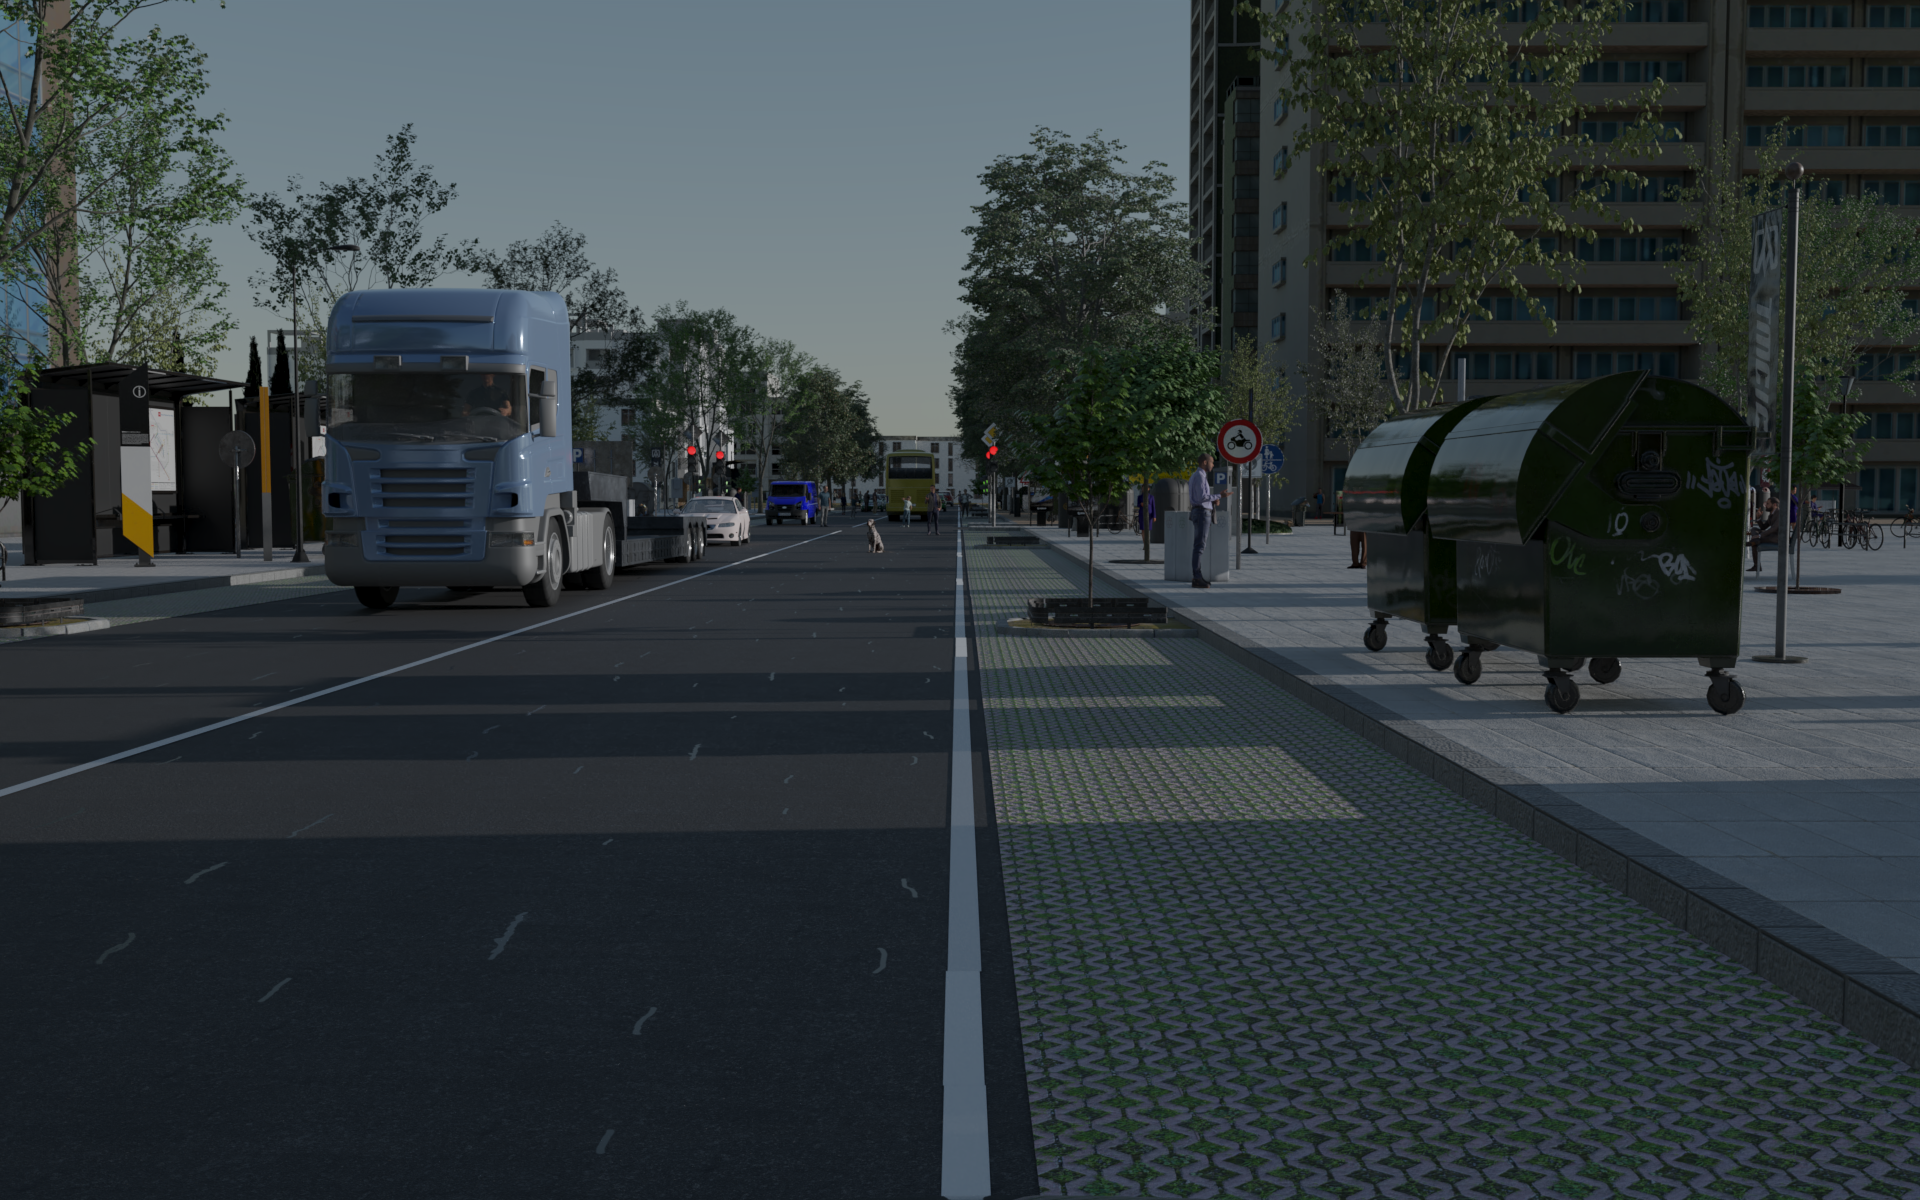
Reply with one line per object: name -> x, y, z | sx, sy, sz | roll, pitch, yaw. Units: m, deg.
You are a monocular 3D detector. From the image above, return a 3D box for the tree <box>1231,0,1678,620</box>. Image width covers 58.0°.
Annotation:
tree -> 4.807, -4.106, 17.489 | 4.737, 8.622, 4.395 | 0, 3, 0

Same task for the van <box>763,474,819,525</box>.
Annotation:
van -> -7.869, -4.687, 81.012 | 2.240, 2.365, 5.245 | 0, 4, 2

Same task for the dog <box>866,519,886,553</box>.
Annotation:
dog -> -1.979, -1.575, 42.581 | 0.800, 0.831, 0.513 | -1, 4, -21

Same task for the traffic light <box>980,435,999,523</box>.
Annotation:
traffic light -> 1.292, -5.319, 75.888 | 0.839, 4.253, 0.868 | 0, 3, 0

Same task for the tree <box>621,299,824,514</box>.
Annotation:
tree -> -13.585, -10.164, 91.940 | 9.928, 11.665, 9.643 | 0, 3, 0

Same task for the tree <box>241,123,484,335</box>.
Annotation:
tree -> -30.539, -14.279, 89.346 | 12.611, 20.169, 13.585 | 0, 3, 0

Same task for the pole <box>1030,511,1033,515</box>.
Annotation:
pole -> 4.424, -6.950, 107.482 | 0.158, 3.312, 0.155 | 0, 3, 0

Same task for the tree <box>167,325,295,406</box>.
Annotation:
tree -> -56.691, -14.600, 140.528 | 13.155, 14.587, 18.604 | 0, 4, -5

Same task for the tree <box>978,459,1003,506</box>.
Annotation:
tree -> 4.014, -14.129, 181.374 | 4.360, 8.622, 3.978 | 0, 3, 0

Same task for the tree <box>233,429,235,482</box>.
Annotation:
tree -> -56.437, -9.783, 122.864 | 11.467, 7.101, 20.602 | 3, 5, 42

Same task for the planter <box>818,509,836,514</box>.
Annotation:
planter -> -10.200, -6.511, 127.587 | 1.991, 0.319, 1.994 | 0, 3, 0

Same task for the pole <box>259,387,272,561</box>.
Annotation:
pole -> -13.224, -2.395, 32.996 | 0.158, 3.312, 0.155 | 0, 3, 0

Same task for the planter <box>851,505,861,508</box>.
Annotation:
planter -> -10.232, -9.633, 178.639 | 1.991, 0.319, 1.994 | 0, 3, 0

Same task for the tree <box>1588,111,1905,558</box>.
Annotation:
tree -> 15.768, -5.121, 34.086 | 4.737, 8.622, 4.395 | 0, 3, 0

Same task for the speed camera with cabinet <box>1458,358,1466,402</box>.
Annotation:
speed camera with cabinet -> 7.844, -1.868, 24.885 | 0.660, 3.252, 2.038 | -2, 4, -32

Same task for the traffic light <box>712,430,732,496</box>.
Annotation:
traffic light -> -10.449, -5.318, 75.864 | 0.839, 4.253, 0.868 | 0, 3, 0

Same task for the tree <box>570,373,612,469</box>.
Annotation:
tree -> -23.988, -9.410, 104.221 | 4.737, 8.622, 4.395 | 0, 3, 0

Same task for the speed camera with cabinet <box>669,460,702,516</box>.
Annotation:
speed camera with cabinet -> -15.699, -6.447, 99.739 | 2.038, 3.252, 0.660 | -2, 4, -24

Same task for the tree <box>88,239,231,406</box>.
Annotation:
tree -> -23.429, -6.112, 50.287 | 4.737, 8.622, 4.395 | 0, 3, 0

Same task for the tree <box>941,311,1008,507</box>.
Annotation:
tree -> 4.386, -18.988, 166.347 | 12.611, 20.169, 13.585 | 0, 3, 0

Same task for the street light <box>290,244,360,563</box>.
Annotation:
street light -> -11.845, -3.658, 32.346 | 1.470, 5.913, 1.316 | 0, 3, 0

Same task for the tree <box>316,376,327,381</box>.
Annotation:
tree -> -36.656, -9.268, 101.902 | 4.360, 8.622, 3.978 | 0, 3, 0

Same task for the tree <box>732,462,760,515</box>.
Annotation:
tree -> -12.972, -6.788, 105.579 | 1.663, 3.219, 1.824 | 0, 3, 0

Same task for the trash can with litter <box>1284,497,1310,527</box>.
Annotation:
trash can with litter -> 13.081, -3.437, 67.577 | 1.055, 1.170, 0.624 | -2, 4, -33

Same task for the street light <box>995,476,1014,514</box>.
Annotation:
street light -> 2.796, -8.476, 111.116 | 1.470, 5.913, 1.316 | 0, 3, 0

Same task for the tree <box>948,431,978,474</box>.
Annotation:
tree -> 3.697, -18.678, 215.751 | 12.009, 13.543, 11.850 | 0, 3, 0

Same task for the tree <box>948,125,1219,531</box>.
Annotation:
tree -> 4.125, -9.331, 59.210 | 9.857, 13.997, 8.962 | 0, 3, 0

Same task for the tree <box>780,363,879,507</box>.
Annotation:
tree -> -12.670, -15.947, 167.391 | 9.857, 13.997, 8.962 | 0, 3, 0

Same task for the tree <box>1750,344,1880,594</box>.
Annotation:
tree -> 10.918, -1.701, 22.410 | 1.663, 3.219, 1.824 | 0, 3, 0

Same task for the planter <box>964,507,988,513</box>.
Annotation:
planter -> 1.293, -6.547, 128.177 | 1.991, 0.319, 1.994 | 0, 3, 0

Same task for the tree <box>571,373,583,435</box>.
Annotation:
tree -> -31.806, -13.061, 123.914 | 12.009, 13.543, 11.850 | 0, 3, 0

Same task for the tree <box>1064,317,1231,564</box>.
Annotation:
tree -> 3.554, -2.975, 32.359 | 4.285, 4.588, 4.351 | 0, 3, 0

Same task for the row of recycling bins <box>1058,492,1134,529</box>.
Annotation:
row of recycling bins -> 5.075, -3.518, 64.627 | 1.069, 1.692, 3.534 | -3, 5, -44

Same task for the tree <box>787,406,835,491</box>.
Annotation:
tree -> -12.533, -11.679, 141.309 | 4.360, 8.622, 3.978 | 0, 3, 0

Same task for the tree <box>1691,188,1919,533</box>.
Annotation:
tree -> 28.444, -8.070, 57.703 | 9.928, 11.665, 9.643 | 0, 3, 0

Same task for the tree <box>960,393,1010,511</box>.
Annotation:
tree -> 3.623, -12.693, 133.279 | 9.928, 11.665, 9.643 | 0, 3, 0

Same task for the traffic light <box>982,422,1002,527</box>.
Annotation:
traffic light -> 1.298, -4.831, 67.903 | 0.839, 4.253, 0.868 | 0, 3, 0

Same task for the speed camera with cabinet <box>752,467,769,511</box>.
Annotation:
speed camera with cabinet -> -14.323, -8.173, 127.964 | 2.038, 3.252, 0.660 | 0, 4, 7

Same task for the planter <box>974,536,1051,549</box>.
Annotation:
planter -> 1.354, -1.495, 45.583 | 1.991, 0.319, 1.994 | 0, 3, 0

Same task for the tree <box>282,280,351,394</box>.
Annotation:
tree -> -21.454, -6.706, 60.001 | 4.737, 8.622, 4.395 | 0, 3, 0

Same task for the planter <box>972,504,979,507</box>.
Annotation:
planter -> 1.256, -9.583, 177.816 | 1.991, 0.319, 1.994 | 0, 3, 0

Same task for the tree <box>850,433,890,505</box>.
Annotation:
tree -> -12.920, -16.752, 208.301 | 8.767, 10.594, 7.601 | -2, 4, -35

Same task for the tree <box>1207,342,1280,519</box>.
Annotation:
tree -> 14.089, -8.118, 83.084 | 4.360, 8.622, 3.978 | 0, 3, 0

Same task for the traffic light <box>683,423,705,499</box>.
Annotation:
traffic light -> -10.443, -4.829, 67.879 | 0.839, 4.253, 0.868 | 0, 3, 0

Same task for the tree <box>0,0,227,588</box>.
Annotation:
tree -> -13.618, -5.962, 23.229 | 9.928, 11.665, 9.643 | 0, 3, 0

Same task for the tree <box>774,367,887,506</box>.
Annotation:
tree -> -12.677, -14.538, 154.699 | 9.611, 12.733, 9.660 | 0, 3, 0

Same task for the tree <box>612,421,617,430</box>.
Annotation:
tree -> -24.336, -9.900, 112.221 | 4.737, 8.622, 4.395 | 0, 3, 0

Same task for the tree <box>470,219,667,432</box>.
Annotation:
tree -> -13.461, -7.563, 58.068 | 8.767, 10.594, 7.601 | 1, 4, 22

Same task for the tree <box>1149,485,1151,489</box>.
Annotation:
tree -> 12.728, -8.833, 94.774 | 4.360, 8.622, 3.978 | 0, 3, 0

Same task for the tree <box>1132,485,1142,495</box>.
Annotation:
tree -> 13.192, -10.651, 124.503 | 4.737, 8.622, 4.395 | 0, 3, 0

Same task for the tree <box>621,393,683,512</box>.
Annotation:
tree -> -21.443, -10.501, 122.052 | 4.360, 8.622, 3.978 | 0, 3, 0

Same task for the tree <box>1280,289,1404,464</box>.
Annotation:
tree -> 13.966, -6.791, 61.403 | 4.360, 8.622, 3.978 | 0, 3, 0

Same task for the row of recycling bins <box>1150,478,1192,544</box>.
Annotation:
row of recycling bins -> 5.738, -2.396, 46.280 | 1.069, 1.692, 3.534 | 1, 4, 14
